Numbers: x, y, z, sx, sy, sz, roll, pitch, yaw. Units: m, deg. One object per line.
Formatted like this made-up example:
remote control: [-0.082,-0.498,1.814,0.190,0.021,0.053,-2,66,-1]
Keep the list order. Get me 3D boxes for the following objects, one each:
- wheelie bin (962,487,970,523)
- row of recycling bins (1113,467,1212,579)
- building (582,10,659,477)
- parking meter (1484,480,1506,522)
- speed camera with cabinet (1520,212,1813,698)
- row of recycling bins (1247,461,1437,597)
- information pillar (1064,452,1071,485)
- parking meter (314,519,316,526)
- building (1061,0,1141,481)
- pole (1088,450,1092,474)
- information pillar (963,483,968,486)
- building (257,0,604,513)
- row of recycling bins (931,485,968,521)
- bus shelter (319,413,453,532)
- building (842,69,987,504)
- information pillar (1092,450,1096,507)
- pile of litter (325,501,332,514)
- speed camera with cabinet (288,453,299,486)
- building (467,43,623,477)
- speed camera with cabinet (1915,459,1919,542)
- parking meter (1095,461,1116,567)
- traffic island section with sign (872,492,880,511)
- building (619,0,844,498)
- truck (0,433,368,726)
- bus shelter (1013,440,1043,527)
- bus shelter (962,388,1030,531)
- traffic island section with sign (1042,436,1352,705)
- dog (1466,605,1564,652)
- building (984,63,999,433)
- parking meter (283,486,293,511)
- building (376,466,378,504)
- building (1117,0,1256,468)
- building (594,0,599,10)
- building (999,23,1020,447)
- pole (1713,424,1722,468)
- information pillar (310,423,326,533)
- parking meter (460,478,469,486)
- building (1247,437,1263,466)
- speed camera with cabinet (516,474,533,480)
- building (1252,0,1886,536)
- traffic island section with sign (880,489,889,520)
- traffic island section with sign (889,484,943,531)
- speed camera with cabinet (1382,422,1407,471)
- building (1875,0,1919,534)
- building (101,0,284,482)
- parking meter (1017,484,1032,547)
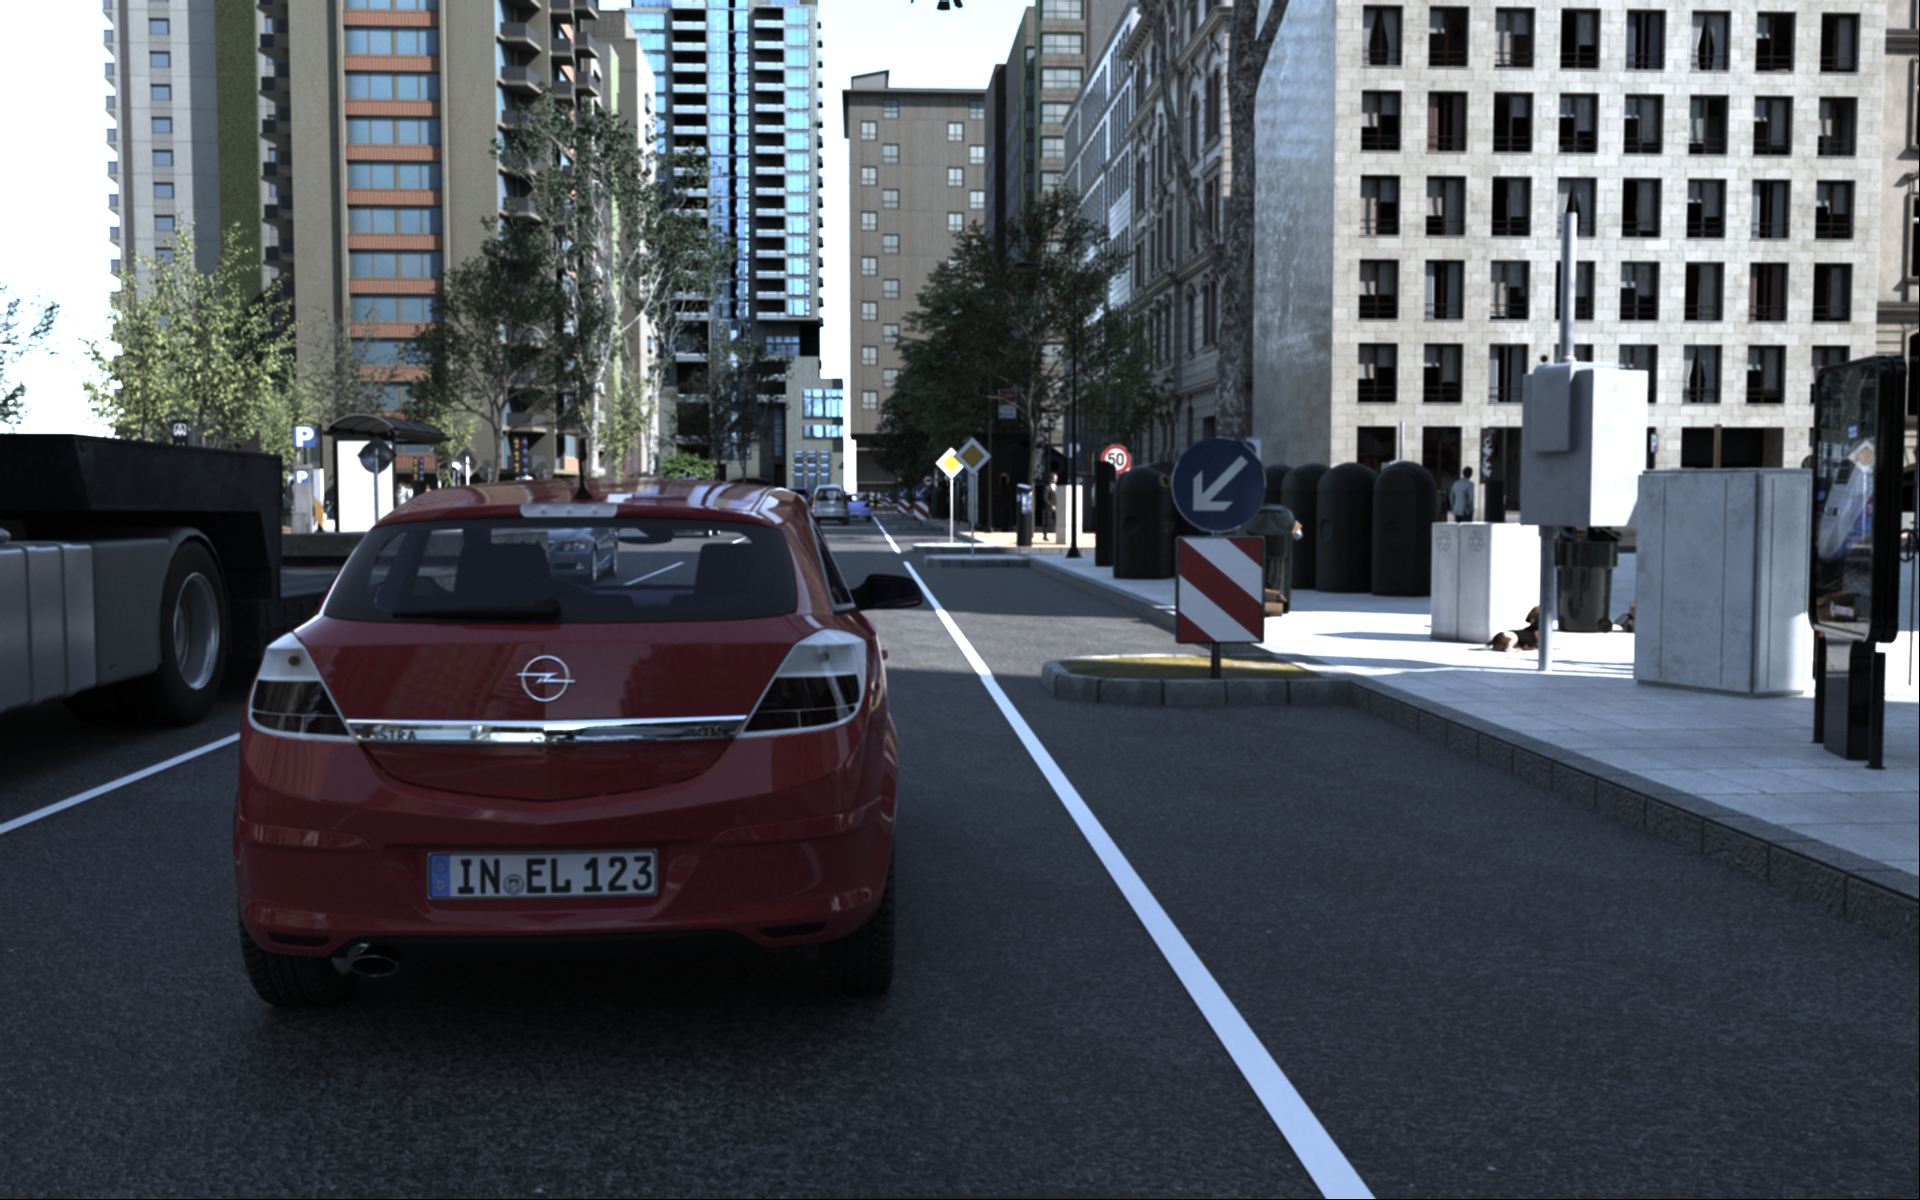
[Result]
wheelie bin: [0.589,-4.263,77.608,0.980,1.594,0.693,-3,4,-37]
row of recycling bins: [3.959,-1.215,26.986,3.534,1.692,1.069,-2,4,-26]
building: [-41.816,-33.501,171.443,21.600,48.544,21.300,0,4,-3]
parking meter: [9.953,-1.457,32.238,0.372,1.533,0.369,0,3,0]
speed camera with cabinet: [4.766,-1.066,11.764,0.660,3.252,2.038,-2,4,-27]
row of recycling bins: [5.028,-0.982,23.162,1.069,1.692,3.534,-2,4,-25]
information pillar: [5.991,-6.466,97.074,0.183,3.616,0.504,-3,5,-40]
parking meter: [-25.844,-3.865,68.899,0.399,1.863,0.255,1,4,9]
building: [13.300,-19.981,104.175,11.434,29.767,29.804,0,4,-3]
pole: [6.040,-5.317,80.773,0.158,3.312,0.155,0,3,0]
information pillar: [0.398,-6.711,114.209,0.304,2.012,0.304,2,4,34]
building: [-39.221,-29.079,130.066,22.147,44.769,28.867,0,4,-3]
row of recycling bins: [0.214,-5.162,91.517,3.534,1.692,1.069,0,4,5]
bus shelter: [-15.164,-3.195,46.154,2.014,3.302,5.546,0,4,-3]
building: [-1.319,-38.849,224.424,27.495,52.752,28.713,0,4,-3]
information pillar: [7.011,-6.127,91.535,0.183,3.616,0.504,-2,4,-31]
pile of litter: [-39.563,-5.837,109.396,1.176,0.858,1.719,0,4,-3]
speed camera with cabinet: [-32.348,-5.407,82.742,2.038,3.252,0.660,0,4,2]
building: [-37.833,-28.668,152.316,14.154,41.232,14.086,0,4,-3]
speed camera with cabinet: [26.524,-3.245,47.399,0.660,3.252,2.038,2,4,28]
parking meter: [2.591,-1.535,30.810,0.255,1.863,0.399,2,4,28]
traffic island section with sign: [-6.172,-8.327,144.780,1.989,1.847,2.006,0,4,-3]
building: [-30.346,-55.421,218.798,31.000,86.520,22.319,0,4,-3]
truck: [-6.112,-1.460,13.637,2.967,4.110,18.799,0,4,-4]
bus shelter: [2.329,-4.897,71.351,1.731,3.624,6.357,0,4,-3]
bus shelter: [1.241,-5.259,63.622,2.179,5.291,8.768,0,4,-3]
traffic island section with sign: [1.636,-0.250,12.721,1.989,1.847,2.006,0,4,-3]
dog: [4.565,0.213,14.246,0.748,0.427,0.550,2,4,23]
building: [9.906,-32.284,177.947,14.600,45.320,14.200,0,4,-3]
parking meter: [-21.144,-2.811,54.372,0.372,1.533,0.369,0,3,0]
building: [-74.469,-32.400,213.340,14.086,41.232,14.154,0,4,-3]
building: [15.534,-17.746,77.537,14.401,28.519,23.554,0,4,-3]
building: [-56.541,-47.591,216.369,20.611,71.187,20.563,0,4,-3]
building: [11.789,-31.410,163.671,14.600,45.320,14.200,0,4,-3]
pole: [22.155,-3.479,50.717,0.158,3.312,0.155,0,3,0]
information pillar: [-21.315,-4.042,57.437,0.504,3.616,0.183,2,4,28]
parking meter: [-17.896,-3.480,62.602,0.255,1.863,0.399,-2,4,-33]
building: [42.541,-27.413,219.903,14.107,30.474,14.160,0,4,-3]
speed camera with cabinet: [-23.213,-5.860,90.142,2.038,3.252,0.660,2,4,26]
building: [19.214,-12.381,57.187,16.860,20.320,10.420,0,4,-3]
traffic island section with sign: [-3.266,-5.323,95.663,1.989,1.847,2.006,0,4,-3]
traffic island section with sign: [-1.686,-3.677,68.754,1.989,1.847,2.006,0,4,-3]
speed camera with cabinet: [11.873,-3.299,48.271,0.660,3.252,2.038,0,4,-5]
building: [45.644,-14.821,61.400,34.723,24.649,14.460,0,4,-3]
building: [-66.850,-38.423,170.208,28.212,58.520,21.231,0,4,-3]
parking meter: [1.573,-2.074,42.313,0.372,1.533,0.369,0,3,0]
